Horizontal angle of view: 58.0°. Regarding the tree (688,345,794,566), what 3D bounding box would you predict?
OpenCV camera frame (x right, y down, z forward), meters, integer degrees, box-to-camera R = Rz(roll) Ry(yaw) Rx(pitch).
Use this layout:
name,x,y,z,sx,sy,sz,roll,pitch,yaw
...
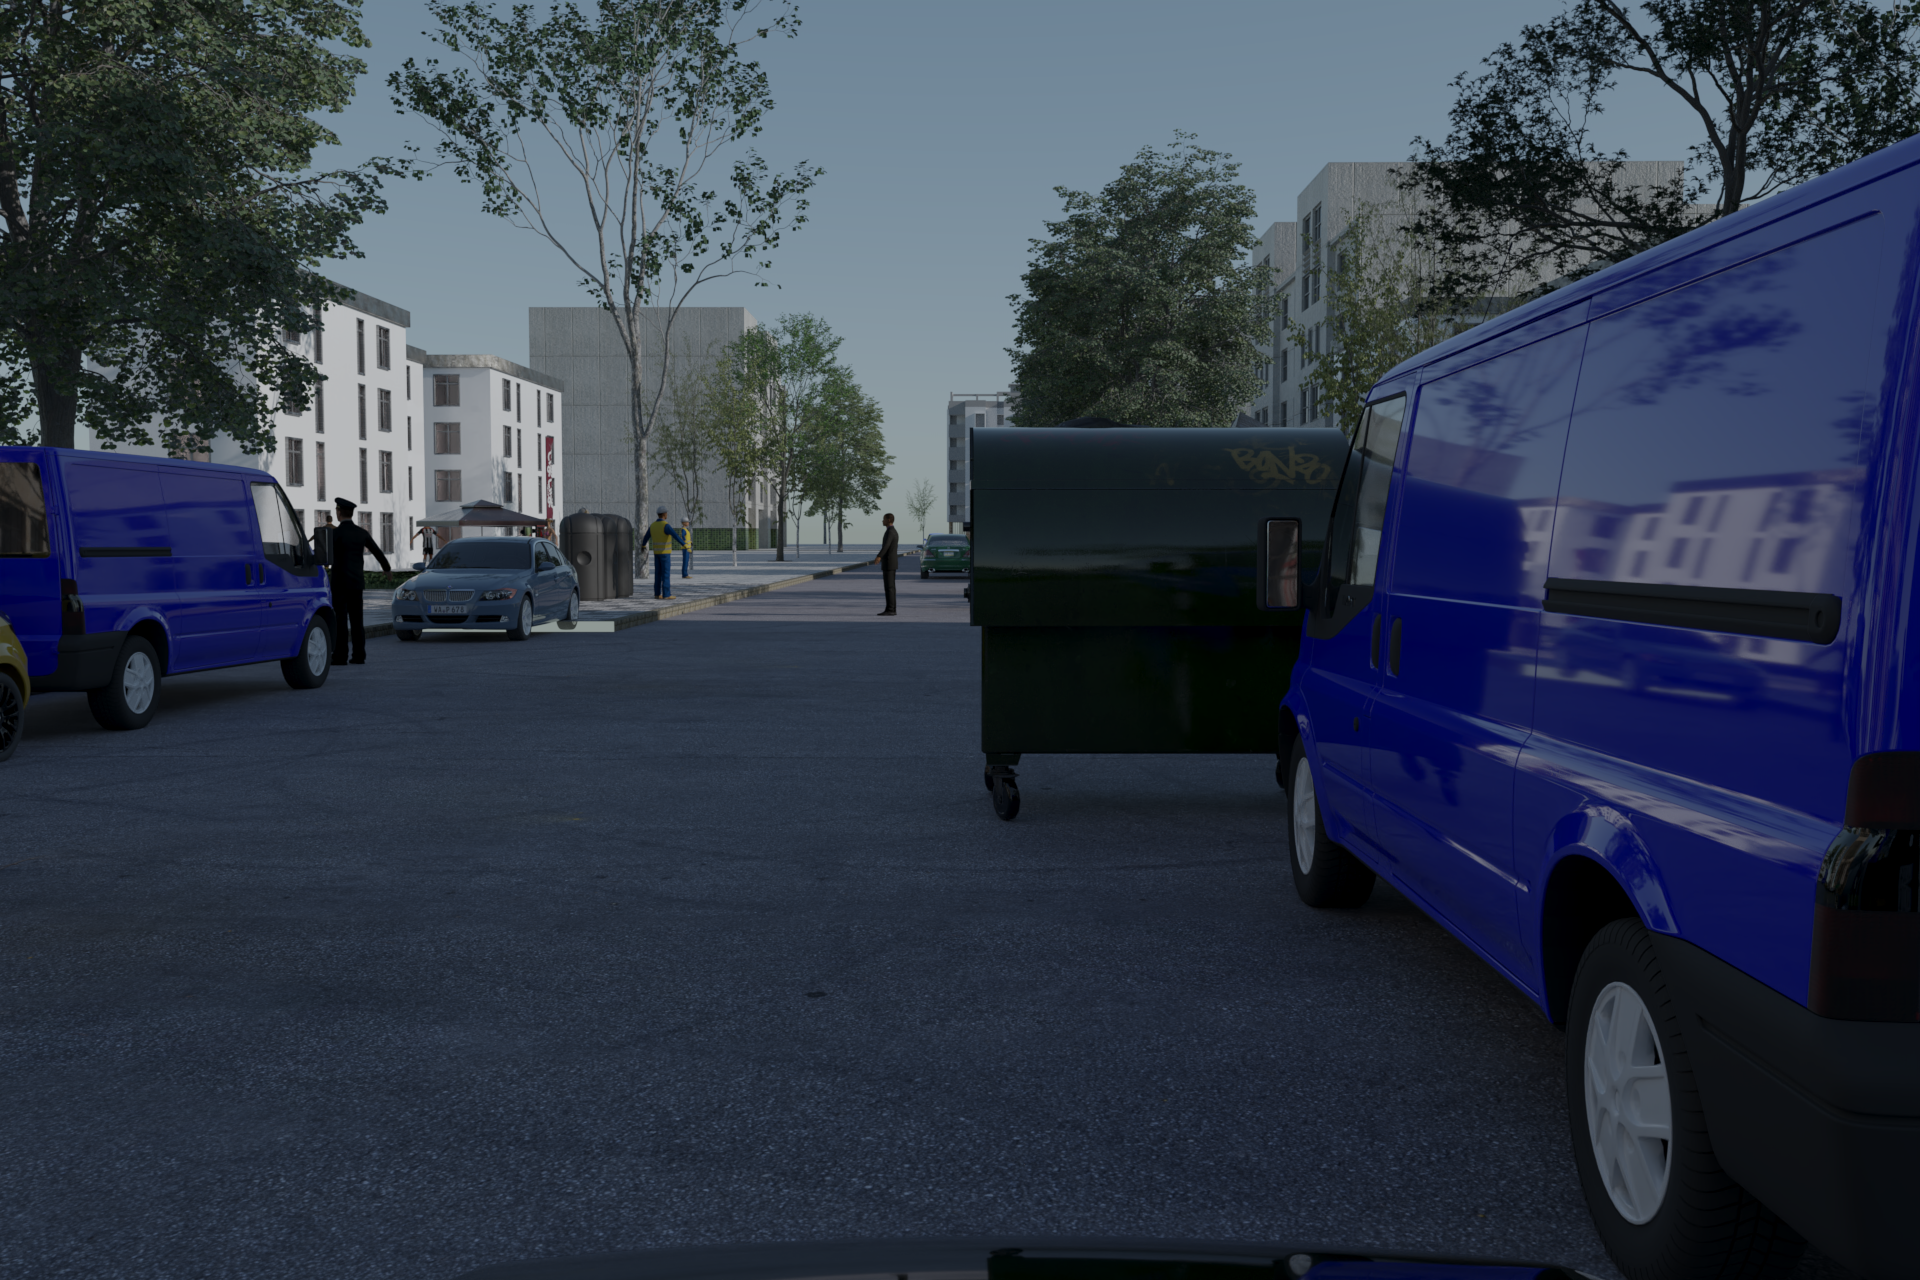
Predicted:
name,x,y,z,sx,sy,sz,roll,pitch,yaw
tree,-8.717,-7.232,68.599,4.737,8.622,4.395,0,3,0

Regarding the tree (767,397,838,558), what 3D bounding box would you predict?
name,x,y,z,sx,sy,sz,roll,pitch,yaw
tree,-8.665,-8.723,92.991,4.737,8.622,4.395,0,3,0

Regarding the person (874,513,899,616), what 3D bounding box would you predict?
name,x,y,z,sx,sy,sz,roll,pitch,yaw
person,-1.269,-1.332,30.465,0.704,1.802,1.346,1,4,9

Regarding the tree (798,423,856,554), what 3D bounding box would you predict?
name,x,y,z,sx,sy,sz,roll,pitch,yaw
tree,-8.345,-9.774,110.169,4.737,8.622,4.395,0,3,0

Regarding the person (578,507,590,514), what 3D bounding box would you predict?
name,x,y,z,sx,sy,sz,roll,pitch,yaw
person,-8.133,-1.941,37.504,0.705,1.858,1.354,3,5,45

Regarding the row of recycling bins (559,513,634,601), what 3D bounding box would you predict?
name,x,y,z,sx,sy,sz,roll,pitch,yaw
row of recycling bins,-7.223,-1.688,34.719,1.069,1.692,3.534,0,4,1

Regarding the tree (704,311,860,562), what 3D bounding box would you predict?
name,x,y,z,sx,sy,sz,roll,pitch,yaw
tree,-8.254,-9.455,80.345,9.928,11.665,9.643,0,3,0

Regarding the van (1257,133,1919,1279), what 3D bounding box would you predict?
name,x,y,z,sx,sy,sz,roll,pitch,yaw
van,2.214,-0.032,4.902,2.240,2.365,5.245,0,4,0

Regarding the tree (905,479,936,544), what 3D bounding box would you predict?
name,x,y,z,sx,sy,sz,roll,pitch,yaw
tree,-4.442,-16.593,221.652,4.360,8.622,3.978,0,3,0

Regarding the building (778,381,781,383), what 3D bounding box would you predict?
name,x,y,z,sx,sy,sz,roll,pitch,yaw
building,-23.929,-19.157,169.633,16.016,20.090,11.380,0,4,1

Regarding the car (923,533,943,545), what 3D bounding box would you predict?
name,x,y,z,sx,sy,sz,roll,pitch,yaw
car,-1.676,-7.078,125.320,1.945,1.707,3.694,0,4,1

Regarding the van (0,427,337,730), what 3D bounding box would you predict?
name,x,y,z,sx,sy,sz,roll,pitch,yaw
van,-6.907,-0.608,14.324,2.240,2.365,5.245,0,4,1

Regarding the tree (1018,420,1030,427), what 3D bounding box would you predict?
name,x,y,z,sx,sy,sz,roll,pitch,yaw
tree,6.327,-9.803,94.694,8.767,10.594,7.601,0,4,5

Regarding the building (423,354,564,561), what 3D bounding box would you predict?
name,x,y,z,sx,sy,sz,roll,pitch,yaw
building,-26.239,-9.357,95.128,9.099,9.664,28.070,0,4,1

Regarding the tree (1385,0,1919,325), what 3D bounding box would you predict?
name,x,y,z,sx,sy,sz,roll,pitch,yaw
tree,8.328,-5.221,19.768,7.601,10.594,8.767,-1,4,-18

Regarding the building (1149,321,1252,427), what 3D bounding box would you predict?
name,x,y,z,sx,sy,sz,roll,pitch,yaw
building,25.847,-17.495,152.501,16.747,18.905,31.486,0,4,1

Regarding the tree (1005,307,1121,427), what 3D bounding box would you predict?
name,x,y,z,sx,sy,sz,roll,pitch,yaw
tree,5.855,-10.033,82.166,7.486,12.596,7.792,0,3,0

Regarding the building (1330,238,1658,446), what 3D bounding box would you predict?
name,x,y,z,sx,sy,sz,roll,pitch,yaw
building,20.419,-7.299,61.488,9.099,9.664,28.070,0,4,1

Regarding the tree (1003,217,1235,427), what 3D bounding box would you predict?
name,x,y,z,sx,sy,sz,roll,pitch,yaw
tree,6.628,-9.979,69.817,9.857,13.997,8.962,0,3,0

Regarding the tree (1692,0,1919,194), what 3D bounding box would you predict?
name,x,y,z,sx,sy,sz,roll,pitch,yaw
tree,21.141,-10.970,35.247,12.611,20.169,13.585,0,3,0

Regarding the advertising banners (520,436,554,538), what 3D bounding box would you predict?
name,x,y,z,sx,sy,sz,roll,pitch,yaw
advertising banners,-7.388,-2.093,30.402,0.090,3.025,2.074,0,4,2

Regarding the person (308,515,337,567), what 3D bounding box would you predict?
name,x,y,z,sx,sy,sz,roll,pitch,yaw
person,-17.673,-2.595,48.574,1.346,1.812,0.704,-2,4,-28

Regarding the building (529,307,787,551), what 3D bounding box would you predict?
name,x,y,z,sx,sy,sz,roll,pitch,yaw
building,-25.111,-17.393,150.838,16.747,18.905,31.486,0,3,0

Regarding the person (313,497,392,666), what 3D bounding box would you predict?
name,x,y,z,sx,sy,sz,roll,pitch,yaw
person,-6.742,-0.648,18.992,0.705,1.837,1.347,2,4,33

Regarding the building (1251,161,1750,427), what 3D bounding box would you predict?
name,x,y,z,sx,sy,sz,roll,pitch,yaw
building,26.011,-13.732,90.983,16.747,18.905,31.486,0,4,1

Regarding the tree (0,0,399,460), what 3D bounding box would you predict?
name,x,y,z,sx,sy,sz,roll,pitch,yaw
tree,-12.823,-7.182,24.079,9.857,13.997,8.962,0,3,0

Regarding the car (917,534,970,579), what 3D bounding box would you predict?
name,x,y,z,sx,sy,sz,roll,pitch,yaw
car,-0.371,-2.749,56.741,2.131,1.459,4.920,0,4,0

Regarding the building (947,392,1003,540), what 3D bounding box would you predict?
name,x,y,z,sx,sy,sz,roll,pitch,yaw
building,-1.280,-22.178,221.494,11.380,20.090,16.016,0,4,-5

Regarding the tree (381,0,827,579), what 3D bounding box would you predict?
name,x,y,z,sx,sy,sz,roll,pitch,yaw
tree,-9.937,-11.744,47.905,12.611,20.169,13.585,0,3,0

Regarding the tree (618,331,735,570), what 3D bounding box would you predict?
name,x,y,z,sx,sy,sz,roll,pitch,yaw
tree,-9.497,-6.843,62.240,4.360,8.622,3.978,0,3,0

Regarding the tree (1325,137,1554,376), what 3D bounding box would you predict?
name,x,y,z,sx,sy,sz,roll,pitch,yaw
tree,8.627,-5.055,33.004,4.360,8.622,3.978,0,3,0

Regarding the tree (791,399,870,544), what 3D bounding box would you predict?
name,x,y,z,sx,sy,sz,roll,pitch,yaw
tree,-16.497,-22.554,224.642,12.611,20.169,13.585,0,3,0

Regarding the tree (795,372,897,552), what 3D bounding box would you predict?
name,x,y,z,sx,sy,sz,roll,pitch,yaw
tree,-8.099,-12.467,121.962,7.486,12.596,7.792,0,3,0

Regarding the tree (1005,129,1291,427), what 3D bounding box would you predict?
name,x,y,z,sx,sy,sz,roll,pitch,yaw
tree,5.825,-9.147,56.216,9.857,13.997,8.962,0,3,0

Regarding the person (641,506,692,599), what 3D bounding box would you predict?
name,x,y,z,sx,sy,sz,roll,pitch,yaw
person,-5.850,-1.725,34.165,1.349,1.833,0.705,2,4,35

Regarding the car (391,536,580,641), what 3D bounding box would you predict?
name,x,y,z,sx,sy,sz,roll,pitch,yaw
car,-6.672,-0.783,24.808,2.014,1.417,4.499,0,4,1

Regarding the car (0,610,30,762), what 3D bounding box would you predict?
name,x,y,z,sx,sy,sz,roll,pitch,yaw
car,-6.870,0.047,9.452,2.015,1.641,3.980,0,4,1

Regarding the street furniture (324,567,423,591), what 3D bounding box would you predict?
name,x,y,z,sx,sy,sz,roll,pitch,yaw
street furniture,-14.752,-1.563,41.188,10.072,0.657,5.734,1,4,9

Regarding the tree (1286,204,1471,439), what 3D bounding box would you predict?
name,x,y,z,sx,sy,sz,roll,pitch,yaw
tree,9.279,-5.392,38.524,4.737,8.622,4.395,0,3,0

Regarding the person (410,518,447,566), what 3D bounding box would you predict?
name,x,y,z,sx,sy,sz,roll,pitch,yaw
person,-18.026,-3.214,58.686,1.345,1.843,0.704,-3,5,-40

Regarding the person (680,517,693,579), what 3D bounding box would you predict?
name,x,y,z,sx,sy,sz,roll,pitch,yaw
person,-7.827,-2.657,49.898,0.721,1.772,1.216,0,4,-2

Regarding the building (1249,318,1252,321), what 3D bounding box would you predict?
name,x,y,z,sx,sy,sz,roll,pitch,yaw
building,27.593,-21.241,178.220,19.493,23.208,18.063,0,4,1

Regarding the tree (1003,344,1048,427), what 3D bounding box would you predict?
name,x,y,z,sx,sy,sz,roll,pitch,yaw
tree,7.184,-12.142,105.176,9.857,13.997,8.962,0,3,0

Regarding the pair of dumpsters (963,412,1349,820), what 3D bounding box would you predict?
name,x,y,z,sx,sy,sz,roll,pitch,yaw
pair of dumpsters,2.233,-0.256,9.139,4.436,2.255,1.574,0,4,0

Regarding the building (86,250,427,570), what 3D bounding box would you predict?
name,x,y,z,sx,sy,sz,roll,pitch,yaw
building,-25.255,-7.541,65.449,9.099,9.664,28.070,0,4,0

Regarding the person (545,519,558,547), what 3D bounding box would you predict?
name,x,y,z,sx,sy,sz,roll,pitch,yaw
person,-11.782,-2.595,49.228,1.217,1.733,0.721,3,5,42
